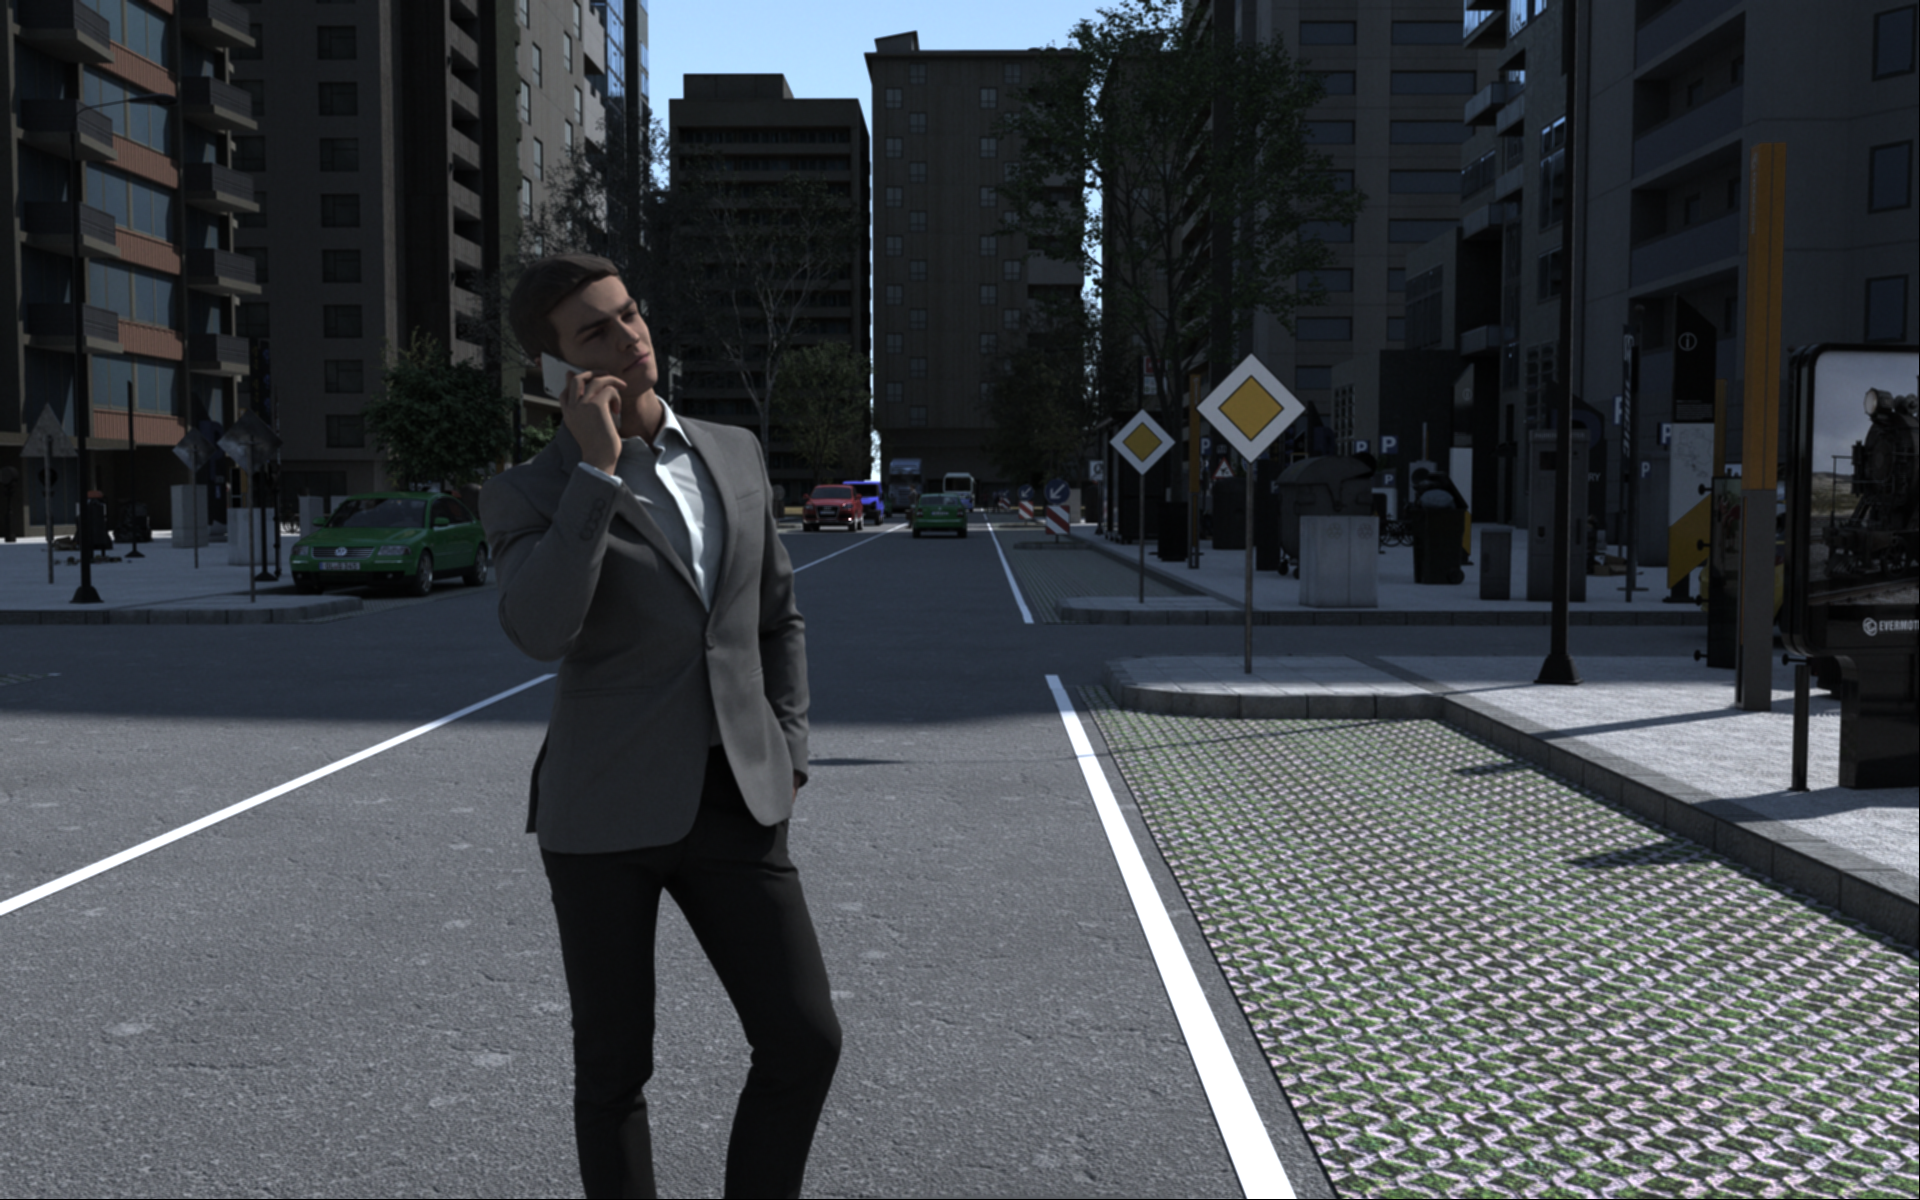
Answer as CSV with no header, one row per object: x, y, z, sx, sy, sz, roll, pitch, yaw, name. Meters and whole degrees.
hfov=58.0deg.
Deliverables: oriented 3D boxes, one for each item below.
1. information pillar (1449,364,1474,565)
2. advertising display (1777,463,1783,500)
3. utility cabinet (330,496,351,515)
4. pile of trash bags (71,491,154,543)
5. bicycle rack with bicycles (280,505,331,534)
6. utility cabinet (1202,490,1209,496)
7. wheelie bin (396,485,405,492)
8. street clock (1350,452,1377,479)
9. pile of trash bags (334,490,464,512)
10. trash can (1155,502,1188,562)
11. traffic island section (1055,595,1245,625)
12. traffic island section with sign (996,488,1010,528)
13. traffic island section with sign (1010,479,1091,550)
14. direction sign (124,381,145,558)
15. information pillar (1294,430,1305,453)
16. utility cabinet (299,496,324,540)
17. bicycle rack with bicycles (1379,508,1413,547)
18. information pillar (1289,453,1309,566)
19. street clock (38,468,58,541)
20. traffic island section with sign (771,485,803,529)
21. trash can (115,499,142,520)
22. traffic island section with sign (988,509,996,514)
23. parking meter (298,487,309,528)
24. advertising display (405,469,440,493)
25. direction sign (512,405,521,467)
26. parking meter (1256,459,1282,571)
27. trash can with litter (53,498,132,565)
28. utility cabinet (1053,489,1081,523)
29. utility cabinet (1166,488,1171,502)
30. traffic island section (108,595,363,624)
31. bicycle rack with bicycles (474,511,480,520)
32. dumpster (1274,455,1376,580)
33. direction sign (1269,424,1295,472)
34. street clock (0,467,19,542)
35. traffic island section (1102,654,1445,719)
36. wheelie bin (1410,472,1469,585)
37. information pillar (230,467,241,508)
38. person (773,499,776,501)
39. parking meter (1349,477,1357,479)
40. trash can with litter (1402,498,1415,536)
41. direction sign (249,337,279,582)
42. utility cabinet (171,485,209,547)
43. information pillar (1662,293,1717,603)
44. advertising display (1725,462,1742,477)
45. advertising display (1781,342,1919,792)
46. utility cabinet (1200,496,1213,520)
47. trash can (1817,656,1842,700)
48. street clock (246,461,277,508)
9.010,-2.432,31.115,0.504,3.616,0.183,-2,4,-29,information pillar
16.685,-1.871,35.797,0.974,1.923,0.123,2,4,25,advertising display
-18.913,-2.594,53.574,1.020,1.237,0.306,-1,4,-16,utility cabinet
-22.215,-2.165,45.143,1.912,1.369,3.447,-1,4,-16,pile of trash bags
-21.507,-2.652,56.736,2.925,0.926,2.852,-3,5,-39,bicycle rack with bicycles
13.604,-5.295,95.254,0.318,1.500,1.173,2,4,26,utility cabinet
-20.293,-3.367,62.954,0.693,1.594,0.980,-1,4,-23,wheelie bin
6.912,-1.546,29.843,0.471,2.002,0.358,0,4,-2,street clock
-13.567,-1.961,41.822,3.447,1.369,1.912,1,4,14,pile of trash bags
4.073,-1.306,33.001,0.748,1.137,0.748,0,3,0,trash can
2.155,0.116,20.389,2.009,0.180,2.903,0,4,1,traffic island section
2.647,-3.923,72.776,1.989,1.847,2.006,0,4,1,traffic island section with sign
2.397,-2.235,45.165,1.989,1.847,2.006,0,4,1,traffic island section with sign
-16.758,-2.634,35.065,0.379,3.537,0.876,-1,4,-22,direction sign
12.358,-4.399,63.280,0.504,3.616,0.183,-1,4,-14,information pillar
-16.819,-2.067,44.955,0.306,1.237,1.020,0,4,-1,utility cabinet
10.901,-1.815,43.052,2.925,0.926,2.852,1,4,14,bicycle rack with bicycles
6.094,-1.629,31.124,0.304,2.012,0.304,1,4,15,information pillar
-24.926,-2.618,47.379,0.471,2.002,0.358,-2,4,-30,street clock
-7.584,-3.879,72.044,1.989,1.847,2.006,0,4,1,traffic island section with sign
-24.616,-2.426,51.317,0.748,1.137,0.748,0,3,0,trash can
3.113,-6.992,122.942,1.989,1.847,2.006,0,4,1,traffic island section with sign
-24.502,-3.441,64.670,0.372,1.533,0.369,0,3,0,parking meter
-12.444,-2.144,40.270,0.123,1.923,0.974,3,4,36,advertising display
-11.131,-3.155,43.589,0.379,3.537,0.876,0,4,-4,direction sign
5.174,-1.424,28.986,0.399,1.863,0.255,-3,4,-38,parking meter
-16.324,-1.293,32.198,1.678,1.210,2.233,0,4,-4,trash can with litter
4.604,-4.026,74.497,1.173,1.500,0.318,0,4,6,utility cabinet
7.986,-3.334,63.183,1.173,1.500,0.318,-3,5,-43,utility cabinet
-8.386,0.109,20.491,2.009,0.180,2.903,0,4,1,traffic island section
-13.633,-2.419,52.940,2.925,0.926,2.852,0,4,-7,bicycle rack with bicycles
5.604,-1.274,26.591,1.264,1.857,1.865,0,4,1,dumpster
10.468,-3.938,56.380,0.876,3.537,0.379,3,4,37,direction sign
-25.205,-2.529,45.914,0.471,2.002,0.358,1,4,14,street clock
2.081,0.604,12.404,2.009,0.180,2.903,0,4,1,traffic island section
6.814,-1.028,24.710,0.693,1.594,0.980,0,4,-6,wheelie bin
-19.740,-2.622,47.355,0.304,2.012,0.304,0,4,-6,information pillar
-18.780,-10.189,175.811,0.721,1.743,1.217,-2,4,-32,person
6.139,-1.348,27.753,0.399,1.863,0.255,-2,4,-24,parking meter
14.100,-2.564,53.311,0.624,1.170,1.055,-1,4,-23,trash can with litter
-10.248,-2.045,25.428,0.379,3.537,0.876,0,4,-6,direction sign
-18.455,-2.006,41.476,0.318,1.500,1.173,0,4,3,utility cabinet
8.573,-1.771,20.315,0.504,3.616,0.183,0,4,3,information pillar
15.286,-1.804,34.714,0.974,1.923,0.123,3,5,40,advertising display
4.045,-0.142,7.539,0.974,1.923,0.123,-1,4,-13,advertising display
9.577,-3.556,69.300,1.020,1.237,0.306,1,4,23,utility cabinet
5.704,0.052,10.811,0.748,1.137,0.748,0,3,0,trash can
-14.655,-1.937,36.247,0.358,2.002,0.471,3,5,42,street clock
